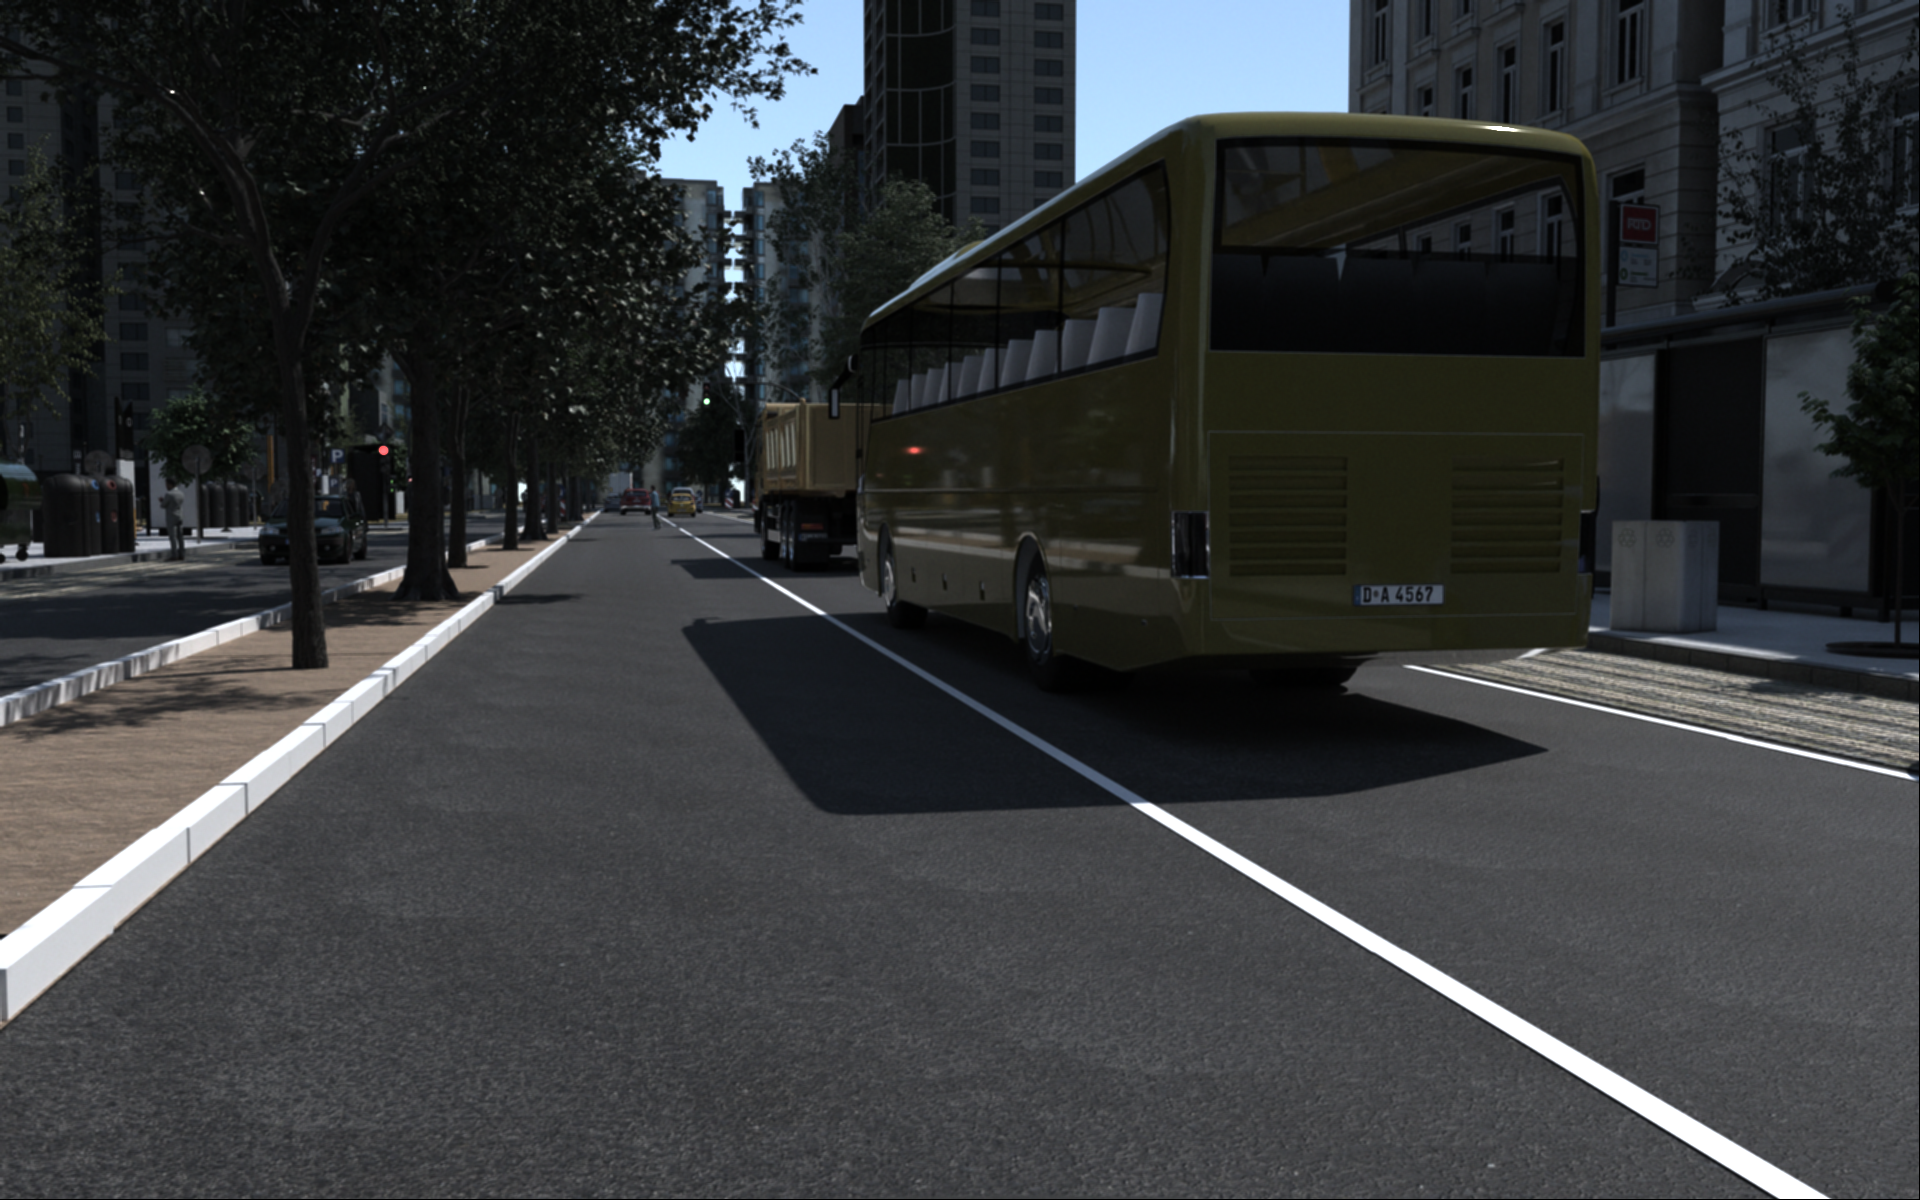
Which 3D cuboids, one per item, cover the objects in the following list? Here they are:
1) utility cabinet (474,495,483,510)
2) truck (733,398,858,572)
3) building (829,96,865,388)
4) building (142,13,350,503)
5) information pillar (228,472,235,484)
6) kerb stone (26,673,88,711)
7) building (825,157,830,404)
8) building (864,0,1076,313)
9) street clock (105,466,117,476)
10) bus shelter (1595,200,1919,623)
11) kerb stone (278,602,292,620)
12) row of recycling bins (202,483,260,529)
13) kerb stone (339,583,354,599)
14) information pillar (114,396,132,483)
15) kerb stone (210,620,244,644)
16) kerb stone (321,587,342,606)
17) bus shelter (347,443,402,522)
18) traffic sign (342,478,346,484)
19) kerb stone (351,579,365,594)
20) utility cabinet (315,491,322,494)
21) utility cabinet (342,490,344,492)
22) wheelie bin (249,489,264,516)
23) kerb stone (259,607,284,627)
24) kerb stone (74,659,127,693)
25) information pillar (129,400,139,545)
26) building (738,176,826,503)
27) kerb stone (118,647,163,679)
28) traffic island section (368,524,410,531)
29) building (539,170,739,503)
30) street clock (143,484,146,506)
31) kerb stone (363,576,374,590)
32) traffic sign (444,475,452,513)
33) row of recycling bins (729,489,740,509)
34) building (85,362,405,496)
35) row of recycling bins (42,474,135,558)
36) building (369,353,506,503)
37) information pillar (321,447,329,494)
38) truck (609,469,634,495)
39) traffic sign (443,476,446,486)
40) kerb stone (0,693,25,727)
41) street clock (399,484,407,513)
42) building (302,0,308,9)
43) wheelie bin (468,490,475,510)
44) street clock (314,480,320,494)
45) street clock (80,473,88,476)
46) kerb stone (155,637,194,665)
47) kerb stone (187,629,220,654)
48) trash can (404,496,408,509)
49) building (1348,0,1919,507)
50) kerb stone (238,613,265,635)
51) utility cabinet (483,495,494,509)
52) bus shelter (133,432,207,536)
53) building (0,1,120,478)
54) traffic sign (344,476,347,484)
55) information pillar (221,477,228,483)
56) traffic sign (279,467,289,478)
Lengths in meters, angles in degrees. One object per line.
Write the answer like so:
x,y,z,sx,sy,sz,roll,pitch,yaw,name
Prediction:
-39.179,-7.848,139.479,1.020,1.237,0.306,0,4,8,utility cabinet
-2.650,-2.436,35.749,3.469,3.379,9.791,-1,4,-12,truck
-7.089,-33.421,196.548,14.600,45.320,14.200,-1,4,-11,building
-62.096,-28.622,151.564,14.154,41.232,14.086,-1,4,-11,building
-50.223,-7.830,119.370,0.504,3.616,0.183,0,4,2,information pillar
-6.165,0.637,11.775,0.120,0.150,1.000,-1,4,-11,kerb stone
-9.497,-32.232,210.586,14.154,41.232,14.086,-1,4,-11,building
-0.566,-45.318,179.203,20.563,71.187,20.611,-1,4,-11,building
-21.967,-2.472,44.985,0.358,2.002,0.471,0,4,1,street clock
9.160,-2.678,21.424,2.179,5.291,8.768,-1,4,-11,bus shelter
-7.735,0.148,19.822,0.120,0.150,1.000,-1,4,-11,kerb stone
-28.173,-3.591,65.818,1.069,1.692,3.534,1,4,9,row of recycling bins
-8.518,-0.101,23.852,0.120,0.150,1.000,-1,4,-11,kerb stone
-20.214,-3.080,41.711,0.183,3.616,0.504,-1,4,-12,information pillar
-7.150,0.329,16.811,0.120,0.150,1.000,-1,4,-11,kerb stone
-8.328,-0.040,22.845,0.120,0.150,1.000,-1,4,-11,kerb stone
-27.649,-5.547,81.969,1.731,3.624,6.357,-1,4,-11,bus shelter
-34.930,-5.884,97.385,0.795,2.450,0.064,0,4,-5,traffic sign
-8.718,-0.162,24.854,0.120,0.150,1.000,-1,4,-11,kerb stone
-42.791,-6.551,115.779,1.173,1.500,0.318,0,4,0,utility cabinet
-28.227,-4.271,78.513,0.318,1.500,1.173,0,4,-2,utility cabinet
-41.081,-5.702,101.134,0.693,1.594,0.980,-1,4,-13,wheelie bin
-7.537,0.207,18.819,0.120,0.150,1.000,-1,4,-11,kerb stone
-6.369,0.576,12.780,0.120,0.150,1.000,-1,4,-11,kerb stone
-20.685,-3.160,43.020,0.183,3.616,0.504,1,4,9,information pillar
-19.182,-39.400,263.805,30.456,49.044,23.786,-1,4,-11,building
-6.561,0.516,13.788,0.120,0.150,1.000,-1,4,-11,kerb stone
-22.503,-2.787,67.851,2.009,0.180,2.903,-1,4,-11,traffic island section
-49.491,-39.037,257.856,30.456,49.044,23.786,-1,4,-11,building
-59.051,-7.405,125.644,0.358,2.002,0.471,-2,4,-23,street clock
-8.917,-0.224,25.861,0.120,0.150,1.000,-1,4,-11,kerb stone
-33.663,-6.993,114.448,0.768,2.556,0.104,0,4,-6,traffic sign
-19.695,-8.831,151.504,1.069,1.692,3.534,-1,4,-10,row of recycling bins
-79.649,-53.745,191.408,31.000,86.520,22.319,-1,4,-11,building
-18.394,-1.800,36.538,1.069,1.692,3.534,0,4,-7,row of recycling bins
-79.770,-38.670,251.863,30.456,49.044,23.786,-1,4,-11,building
-27.945,-5.190,76.218,0.183,3.616,0.504,0,4,8,information pillar
-39.457,-13.011,201.647,2.839,4.237,11.283,-1,4,-9,truck
-36.490,-7.456,122.003,0.768,2.556,0.104,0,4,-1,traffic sign
-5.966,0.702,10.773,0.120,0.150,1.000,-1,4,-11,kerb stone
-37.185,-6.798,115.718,0.358,2.002,0.471,3,5,44,street clock
-69.494,-44.616,167.722,20.563,71.187,20.611,-1,4,-11,building
-38.854,-7.902,137.101,0.980,1.594,0.693,0,4,-1,wheelie bin
-34.289,-5.366,92.309,0.358,2.002,0.471,-1,4,-13,street clock
-30.111,-3.361,59.521,0.471,2.002,0.358,-2,4,-28,street clock
-6.756,0.452,14.799,0.120,0.150,1.000,-1,4,-11,kerb stone
-6.958,0.398,15.806,0.120,0.150,1.000,-1,4,-11,kerb stone
-46.762,-8.199,145.703,0.748,1.137,0.748,0,3,0,trash can
21.197,-16.232,51.305,13.634,28.700,20.117,-1,4,-11,building
-7.343,0.270,17.815,0.120,0.150,1.000,-1,4,-11,kerb stone
-40.188,-8.339,147.511,1.020,1.237,0.306,2,4,28,utility cabinet
-24.580,-3.760,55.398,2.014,3.302,5.546,-1,4,-11,bus shelter
-105.204,-45.849,187.877,20.611,71.187,20.563,-1,4,-11,building
-35.319,-6.050,100.100,0.795,2.450,0.064,0,4,-4,traffic sign
-47.415,-7.333,111.248,0.183,3.616,0.504,-2,4,-35,information pillar
-30.954,-4.874,79.794,0.768,2.556,0.104,-1,4,-9,traffic sign
